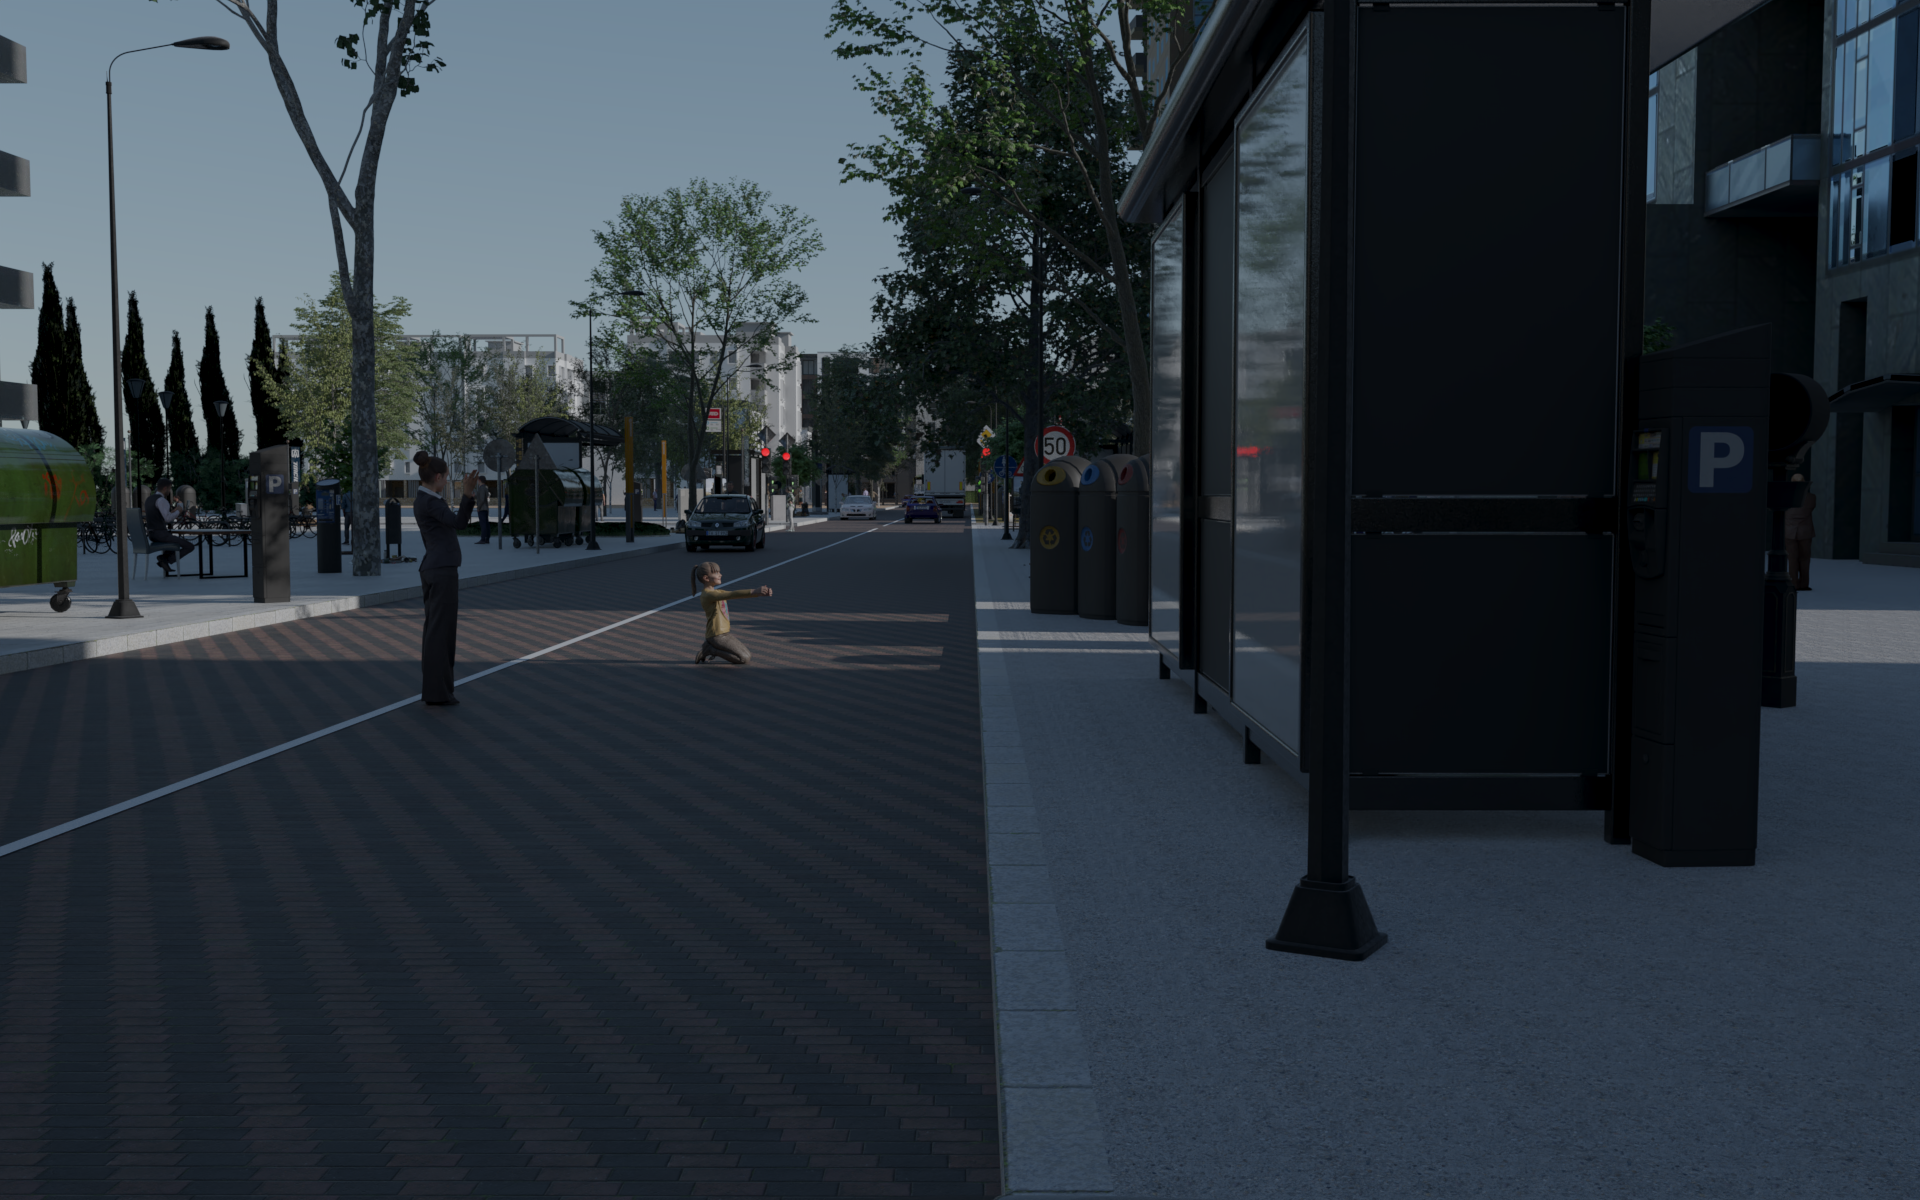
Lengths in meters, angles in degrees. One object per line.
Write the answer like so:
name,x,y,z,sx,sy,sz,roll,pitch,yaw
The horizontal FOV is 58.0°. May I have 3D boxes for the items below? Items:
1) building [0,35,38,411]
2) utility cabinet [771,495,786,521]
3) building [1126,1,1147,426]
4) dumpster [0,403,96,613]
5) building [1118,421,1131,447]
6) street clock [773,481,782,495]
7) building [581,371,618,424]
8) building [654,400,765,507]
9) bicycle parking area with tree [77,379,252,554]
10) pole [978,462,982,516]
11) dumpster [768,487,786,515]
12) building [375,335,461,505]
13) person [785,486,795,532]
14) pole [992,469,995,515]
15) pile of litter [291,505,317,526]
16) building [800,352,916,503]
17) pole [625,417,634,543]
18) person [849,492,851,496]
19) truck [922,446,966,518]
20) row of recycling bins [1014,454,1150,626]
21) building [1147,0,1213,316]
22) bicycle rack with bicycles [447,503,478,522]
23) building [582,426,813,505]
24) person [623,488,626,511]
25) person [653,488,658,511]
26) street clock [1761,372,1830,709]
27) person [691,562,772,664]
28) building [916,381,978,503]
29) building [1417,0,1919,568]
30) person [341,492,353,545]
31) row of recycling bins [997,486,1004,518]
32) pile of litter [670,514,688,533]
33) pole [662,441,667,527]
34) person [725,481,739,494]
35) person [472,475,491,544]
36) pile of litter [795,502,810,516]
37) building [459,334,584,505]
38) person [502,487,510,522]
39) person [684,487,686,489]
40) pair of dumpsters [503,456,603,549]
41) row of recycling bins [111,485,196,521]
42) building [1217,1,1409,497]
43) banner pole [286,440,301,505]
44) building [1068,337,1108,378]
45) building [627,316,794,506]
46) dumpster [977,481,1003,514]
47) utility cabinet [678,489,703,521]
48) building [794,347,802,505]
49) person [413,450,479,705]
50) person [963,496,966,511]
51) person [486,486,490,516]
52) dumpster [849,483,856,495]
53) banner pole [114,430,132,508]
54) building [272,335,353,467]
building,-42.960,-25.945,43.816,30.456,49.044,23.786,0,4,0
utility cabinet,-8.698,-4.474,84.305,1.020,1.237,0.306,-2,4,-30
building,24.840,-29.588,138.388,22.147,44.769,28.867,0,4,0
dumpster,-10.143,-0.942,17.891,1.502,2.255,1.985,0,4,0
building,18.260,-14.138,173.311,9.099,9.664,28.070,0,4,0
street clock,-9.810,-5.409,93.007,0.471,2.002,0.358,-1,4,-20
building,-54.696,-23.870,256.732,31.486,18.905,16.747,0,4,0
building,-23.523,-13.855,168.671,9.099,9.664,28.070,0,4,0
bicycle parking area with tree,-20.885,-3.286,40.721,9.016,4.147,8.231,2,4,24
pole,1.195,-6.650,102.567,0.158,3.312,0.155,0,3,0
dumpster,-11.144,-6.187,106.909,1.264,1.857,1.865,0,4,0
building,-64.004,-21.732,211.737,11.380,20.091,16.016,0,4,0
person,-6.488,-3.489,66.269,0.376,1.734,0.841,0,4,3
pole,2.077,-6.831,105.522,0.158,3.312,0.155,0,3,0
pile of litter,-26.126,-3.381,69.251,1.719,0.858,1.176,1,4,9
building,-22.537,-25.594,262.433,32.646,21.610,27.936,0,4,0
pole,-8.749,-3.180,45.835,0.158,3.312,0.155,0,3,0
person,-8.921,-8.018,139.345,0.590,1.554,0.614,-1,4,-23
truck,-0.989,-7.253,107.493,2.839,4.237,11.283,0,4,-1
row of recycling bins,1.770,-0.637,17.531,1.069,1.692,3.534,-2,4,-24
building,20.198,-28.550,116.904,14.600,45.320,14.200,0,4,0
bicycle rack with bicycles,-20.538,-3.470,70.114,2.852,0.926,2.925,-2,4,-31
building,-32.679,-16.668,214.672,28.070,9.664,9.099,0,4,0
person,-25.422,-7.658,132.051,0.445,1.727,0.742,0,4,7
person,-23.121,-7.628,131.697,0.436,1.711,0.756,1,4,13
street clock,4.924,-0.358,10.423,0.358,2.002,0.471,-3,4,-37
person,-1.932,0.109,14.647,0.695,0.859,0.347,0,4,7
building,9.495,-23.866,256.661,31.486,18.905,16.747,0,4,0
building,24.077,-43.946,31.184,22.319,86.520,31.000,0,4,0
person,-15.244,-2.143,43.294,0.499,1.552,0.429,-1,4,-12
row of recycling bins,3.716,-5.202,92.165,3.534,1.692,1.069,0,4,8
pile of litter,-8.880,-2.661,57.467,1.719,0.858,1.176,1,4,13
pole,-11.300,-4.424,66.170,0.158,3.312,0.155,0,3,0
person,-6.849,-2.619,51.450,0.598,1.807,0.434,3,5,39
person,-12.427,-2.324,44.579,0.750,1.759,0.617,1,4,16
pile of litter,-9.219,-5.274,100.188,1.176,0.858,1.719,0,4,7
building,-52.606,-21.684,210.960,11.380,20.091,16.016,0,4,0
person,-15.228,-3.029,58.105,0.613,1.512,0.480,-1,4,-18
person,-19.352,-7.055,121.531,0.875,1.805,0.789,0,4,5
pair of dumpsters,-10.019,-2.463,42.758,1.574,2.255,4.437,0,4,0
row of recycling bins,-36.905,-4.415,79.297,3.534,1.692,1.069,-2,4,-23
building,21.325,-19.764,94.847,14.107,30.474,14.160,0,4,0
banner pole,-31.080,-5.546,80.700,0.401,3.779,0.863,2,4,34
building,21.784,-20.567,202.731,16.747,18.905,31.486,0,4,0
building,-26.991,-20.284,188.060,16.016,20.091,11.380,0,4,0
dumpster,1.868,-6.754,112.925,1.502,2.255,1.985,0,4,0
utility cabinet,-10.801,-3.755,70.071,1.173,1.500,0.318,-2,4,-31
building,-26.267,-20.996,199.702,16.016,20.091,11.380,0,4,0
person,-3.441,-0.152,11.783,0.742,1.727,0.445,2,4,29
person,0.401,-8.295,148.038,0.340,1.345,0.435,-1,4,-13
person,-25.387,-5.269,92.917,0.376,1.734,0.841,-1,4,-15
dumpster,-9.612,-9.191,152.760,1.502,2.255,1.985,0,4,0
banner pole,-32.579,-4.744,67.586,0.401,3.779,0.863,2,4,26
building,-75.384,-21.738,211.840,11.380,20.091,16.016,0,4,0
